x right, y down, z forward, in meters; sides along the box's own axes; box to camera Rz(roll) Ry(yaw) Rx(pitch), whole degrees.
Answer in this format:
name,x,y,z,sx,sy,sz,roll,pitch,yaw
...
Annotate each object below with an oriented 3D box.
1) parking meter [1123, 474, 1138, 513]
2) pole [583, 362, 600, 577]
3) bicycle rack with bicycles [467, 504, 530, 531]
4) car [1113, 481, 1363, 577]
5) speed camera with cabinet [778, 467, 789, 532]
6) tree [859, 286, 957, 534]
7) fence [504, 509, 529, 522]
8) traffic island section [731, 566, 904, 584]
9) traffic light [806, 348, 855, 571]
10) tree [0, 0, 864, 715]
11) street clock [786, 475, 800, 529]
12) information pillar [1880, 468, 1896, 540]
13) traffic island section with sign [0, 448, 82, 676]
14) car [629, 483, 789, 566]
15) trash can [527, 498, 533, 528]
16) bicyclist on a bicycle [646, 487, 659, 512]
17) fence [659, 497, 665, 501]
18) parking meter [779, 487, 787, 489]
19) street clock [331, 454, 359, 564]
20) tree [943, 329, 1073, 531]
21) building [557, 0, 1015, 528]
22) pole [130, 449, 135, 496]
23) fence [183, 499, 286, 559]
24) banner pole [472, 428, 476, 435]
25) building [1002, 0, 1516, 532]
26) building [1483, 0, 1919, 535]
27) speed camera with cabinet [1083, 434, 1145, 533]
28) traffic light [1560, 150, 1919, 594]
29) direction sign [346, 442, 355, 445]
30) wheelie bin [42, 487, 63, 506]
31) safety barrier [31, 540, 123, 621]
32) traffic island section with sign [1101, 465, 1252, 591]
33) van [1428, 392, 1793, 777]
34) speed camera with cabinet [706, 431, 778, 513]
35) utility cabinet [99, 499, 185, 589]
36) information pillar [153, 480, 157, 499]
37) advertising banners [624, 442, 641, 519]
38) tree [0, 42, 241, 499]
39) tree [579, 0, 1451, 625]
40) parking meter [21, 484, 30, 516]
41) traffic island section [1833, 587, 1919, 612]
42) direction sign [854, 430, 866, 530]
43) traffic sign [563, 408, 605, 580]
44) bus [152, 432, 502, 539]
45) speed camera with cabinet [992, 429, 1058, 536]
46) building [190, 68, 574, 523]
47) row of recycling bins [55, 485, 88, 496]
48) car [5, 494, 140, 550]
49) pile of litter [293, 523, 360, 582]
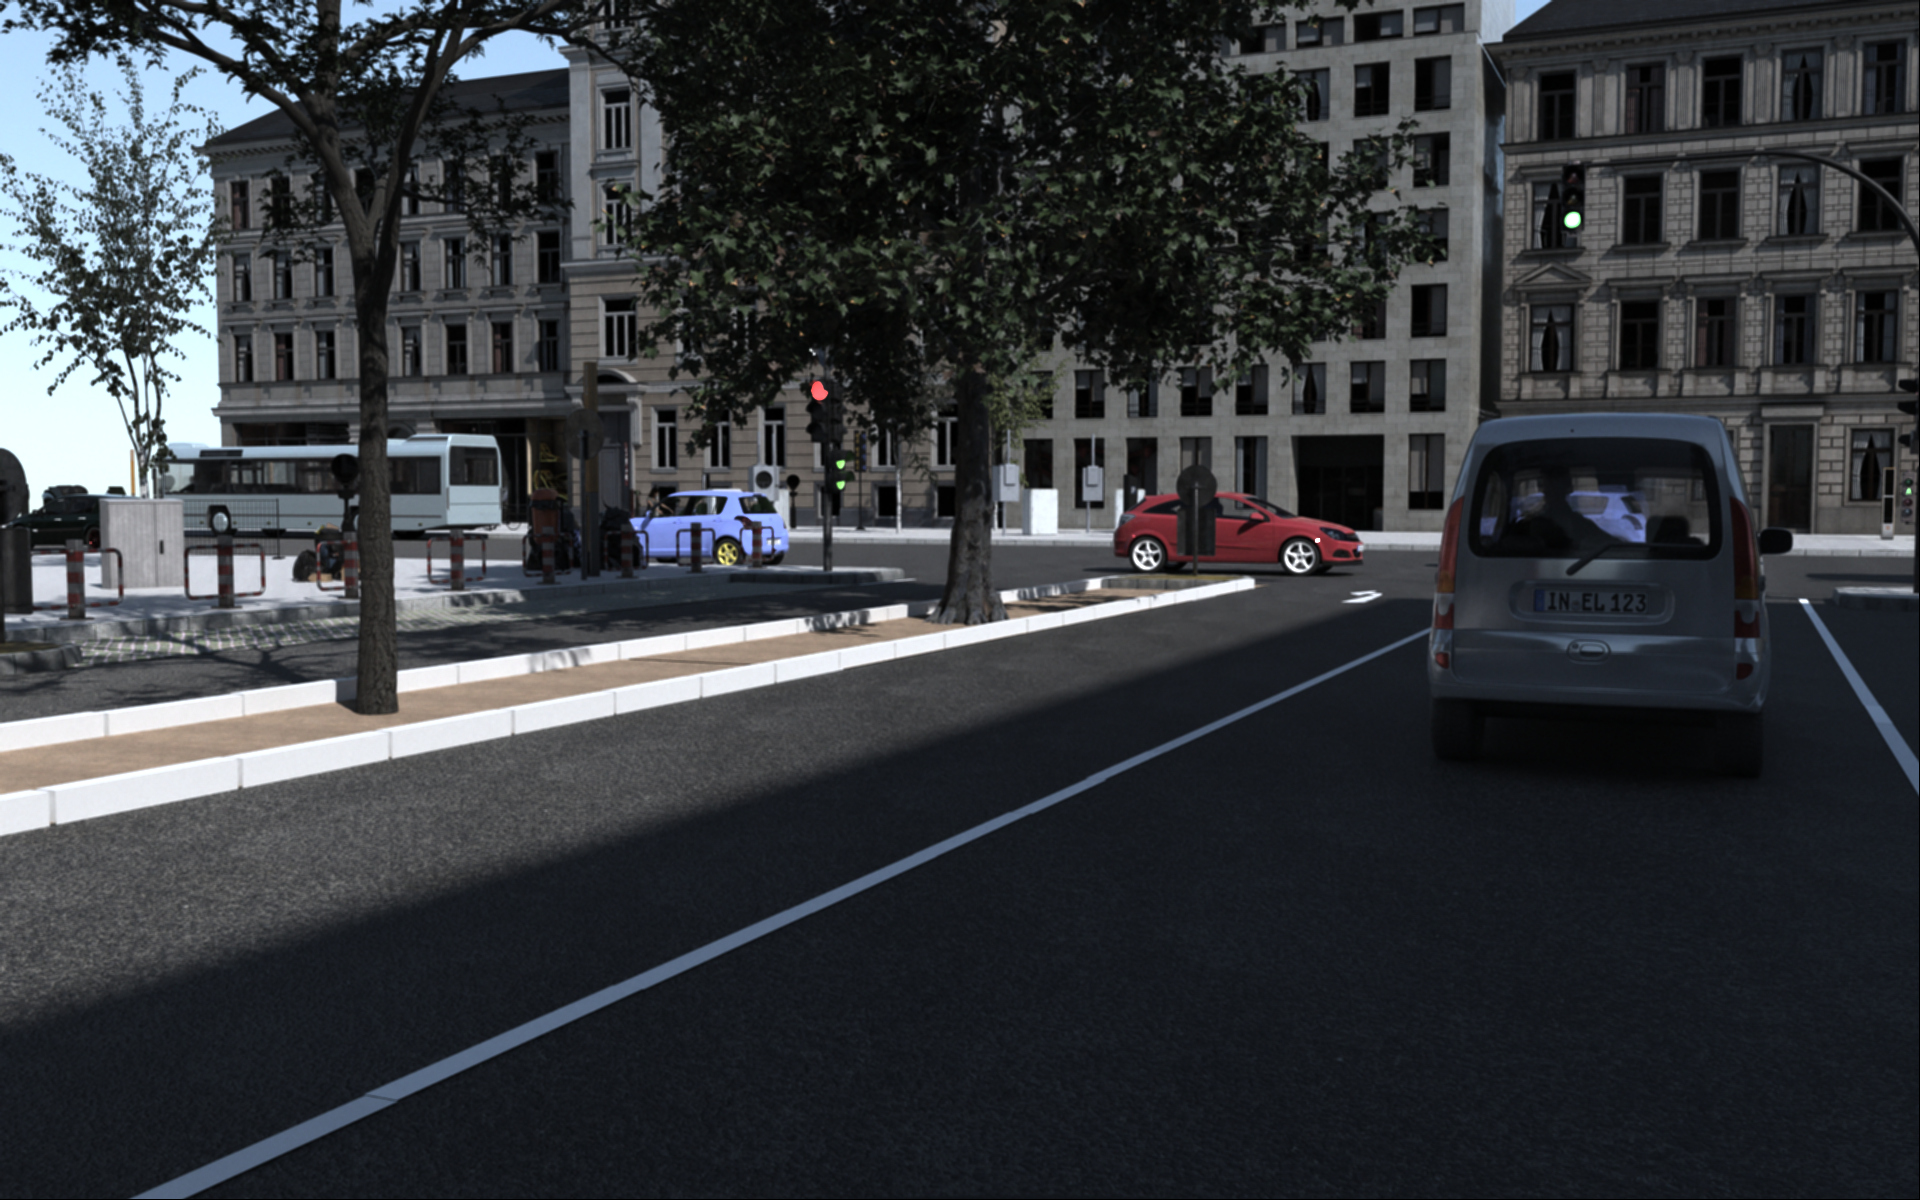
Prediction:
name,x,y,z,sx,sy,sz,roll,pitch,yaw
parking meter,5.088,-2.812,51.693,0.399,1.863,0.255,-3,5,-41
pole,-5.711,-2.018,26.845,0.158,3.312,0.155,0,3,0
bicycle rack with bicycles,-16.814,-2.944,61.516,2.852,0.926,2.925,2,4,35
car,5.027,-1.364,31.334,4.494,1.783,2.155,1,4,22
speed camera with cabinet,-6.192,-3.864,57.519,0.660,3.252,2.038,1,4,8
tree,-1.779,-6.442,55.688,4.360,8.622,3.978,0,3,0
fence,-18.231,-3.399,70.941,2.069,0.683,0.278,1,4,22
traffic island section,-2.220,-0.404,28.882,2.009,0.180,2.903,2,4,24
traffic light,-2.188,-2.435,28.732,0.839,4.253,0.868,2,4,24
tree,-3.637,-4.551,11.277,8.767,10.594,7.601,2,4,24
street clock,-6.206,-3.662,64.440,0.471,2.002,0.358,-1,4,-14
information pillar,26.124,-2.707,48.755,0.304,2.012,0.304,1,4,21
traffic island section with sign,-8.435,-0.337,14.133,1.989,1.847,2.006,2,4,24
car,-5.229,-1.493,34.008,3.694,1.707,1.945,2,4,24
trash can,-16.181,-3.337,66.207,0.748,1.137,0.748,0,3,0
bicyclist on a bicycle,-8.106,-2.218,46.281,1.625,1.676,1.499,2,4,24
fence,-9.980,-3.029,60.734,0.480,1.192,2.264,1,4,22
parking meter,-6.559,-3.392,63.863,0.372,1.533,0.369,0,3,0
street clock,-11.060,-1.630,31.226,0.471,2.002,0.358,0,4,-7
tree,1.465,-6.734,60.462,4.737,8.622,4.395,0,3,0
building,-4.968,-17.602,73.691,20.117,28.700,13.634,2,4,24
pole,-37.810,-5.220,79.192,0.158,3.312,0.155,0,3,0
fence,-14.511,-1.397,34.039,2.264,1.192,0.480,-1,4,-12
banner pole,-18.699,-4.640,65.887,0.863,3.779,0.401,-2,4,-25
building,11.368,-12.872,65.205,16.860,20.320,10.420,2,4,24
building,28.378,-11.889,59.020,19.286,19.102,10.561,2,4,24
speed camera with cabinet,5.057,-3.832,56.990,2.038,3.252,0.660,0,4,4
traffic light,10.447,-2.954,22.969,4.771,5.953,1.251,2,4,24
direction sign,-26.417,-5.136,75.974,0.876,3.537,0.379,-1,4,-13
wheelie bin,-39.181,-4.091,74.797,0.693,1.594,0.980,0,4,1
safety barrier,-9.002,-0.205,17.630,0.300,0.817,1.120,2,4,24
traffic island section with sign,3.451,-1.130,26.616,2.006,1.907,1.989,2,4,24
van,3.877,-0.203,10.329,2.013,2.044,4.112,1,4,23
speed camera with cabinet,-6.845,-3.645,53.935,2.038,3.252,0.660,-2,4,-26
utility cabinet,-11.189,-0.768,23.723,0.306,1.237,1.020,3,5,42
information pillar,-36.971,-4.610,79.860,0.304,2.012,0.304,2,4,32
advertising banners,-11.108,-3.821,58.654,0.090,3.025,2.074,0,4,4
tree,-13.596,-4.763,28.230,4.360,8.622,3.978,0,3,0
tree,0.175,-6.090,19.030,9.611,12.733,9.660,0,3,0
parking meter,-45.686,-4.827,84.630,0.399,1.863,0.255,-2,4,-30
traffic island section,12.426,-0.004,22.350,2.009,0.180,2.903,2,4,24
direction sign,-3.556,-4.266,61.750,0.379,3.537,0.876,2,4,24
traffic sign,-5.618,-1.571,25.791,0.768,2.556,0.104,2,4,27
bus,-21.048,-3.759,56.312,13.247,3.499,2.948,2,4,24
speed camera with cabinet,2.012,-3.619,53.499,2.038,3.252,0.660,-2,4,-27
building,-32.665,-14.408,86.477,40.483,20.767,10.553,2,4,24
row of recycling bins,-42.044,-4.560,81.666,1.069,1.692,3.534,-3,5,-42
car,-22.194,-2.082,43.826,4.222,1.686,2.009,1,4,23
pile of litter,-9.238,-0.732,25.939,1.176,0.858,1.719,3,5,44
